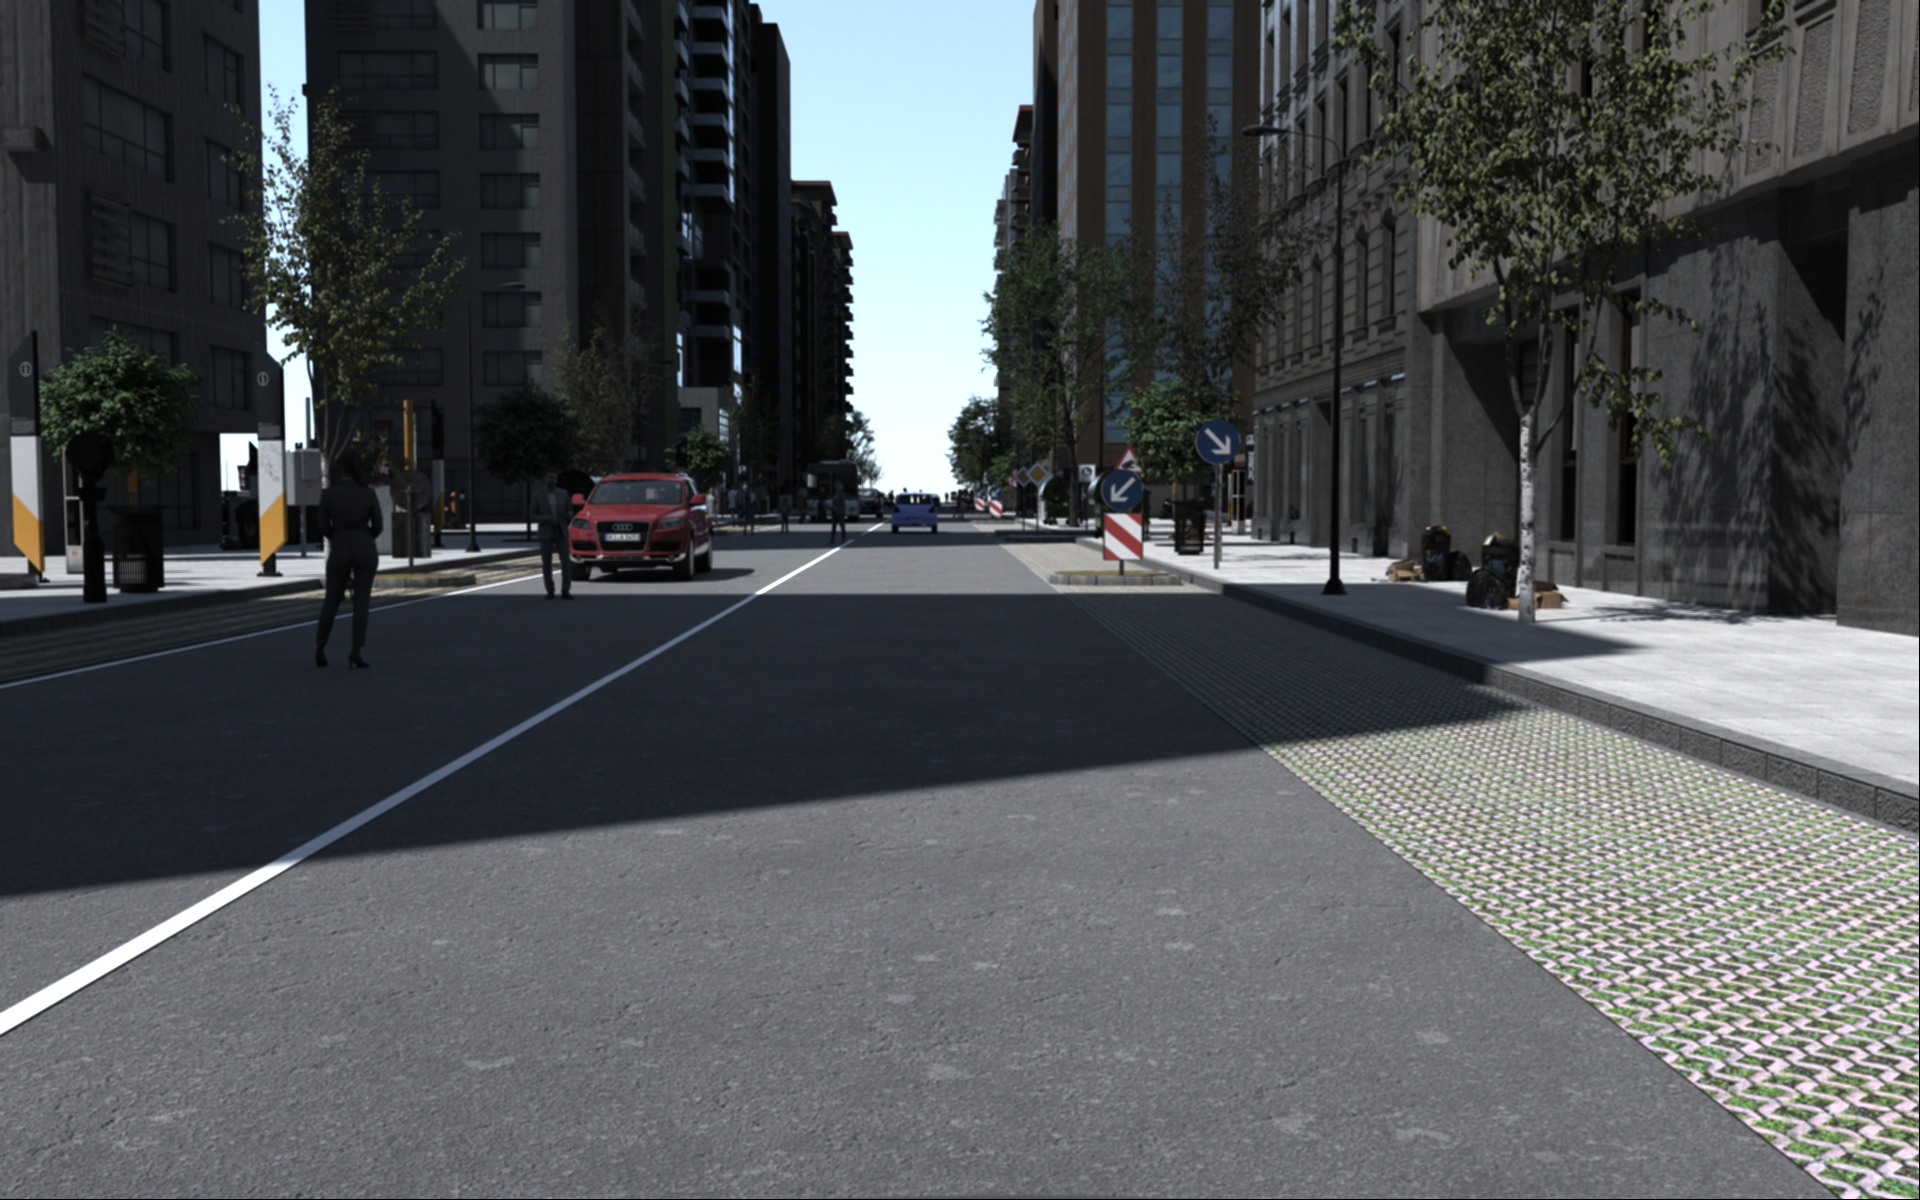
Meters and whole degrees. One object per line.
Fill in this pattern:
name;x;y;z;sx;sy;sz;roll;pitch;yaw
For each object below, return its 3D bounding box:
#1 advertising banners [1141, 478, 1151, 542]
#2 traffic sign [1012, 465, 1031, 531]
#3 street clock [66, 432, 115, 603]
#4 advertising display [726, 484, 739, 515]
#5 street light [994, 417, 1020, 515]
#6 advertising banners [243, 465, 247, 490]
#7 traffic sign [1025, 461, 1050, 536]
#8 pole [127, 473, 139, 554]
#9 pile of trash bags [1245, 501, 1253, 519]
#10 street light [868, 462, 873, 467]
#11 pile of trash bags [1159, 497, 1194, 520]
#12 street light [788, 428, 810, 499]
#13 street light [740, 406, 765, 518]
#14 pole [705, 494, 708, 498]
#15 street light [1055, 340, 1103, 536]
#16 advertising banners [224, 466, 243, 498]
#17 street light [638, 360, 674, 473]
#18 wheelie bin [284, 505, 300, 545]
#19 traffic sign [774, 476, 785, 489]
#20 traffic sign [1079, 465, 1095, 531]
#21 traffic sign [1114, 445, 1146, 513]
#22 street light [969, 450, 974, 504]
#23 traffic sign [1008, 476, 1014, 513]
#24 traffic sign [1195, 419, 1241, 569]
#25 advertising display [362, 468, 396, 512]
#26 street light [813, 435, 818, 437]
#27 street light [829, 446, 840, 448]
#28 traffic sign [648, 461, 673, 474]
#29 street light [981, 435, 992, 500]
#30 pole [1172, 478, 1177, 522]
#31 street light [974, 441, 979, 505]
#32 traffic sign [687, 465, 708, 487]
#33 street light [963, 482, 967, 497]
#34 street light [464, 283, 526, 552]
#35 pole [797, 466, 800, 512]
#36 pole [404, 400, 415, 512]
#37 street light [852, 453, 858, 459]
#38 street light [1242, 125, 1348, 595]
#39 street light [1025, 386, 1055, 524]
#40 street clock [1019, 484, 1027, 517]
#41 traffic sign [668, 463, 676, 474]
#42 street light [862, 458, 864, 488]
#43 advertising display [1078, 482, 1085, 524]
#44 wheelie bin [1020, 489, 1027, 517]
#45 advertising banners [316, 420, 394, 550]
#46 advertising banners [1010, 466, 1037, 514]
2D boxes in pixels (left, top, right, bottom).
advertising banners;5.009;-3.099;46.862;0.090;3.025;2.074;1;4;13
traffic sign;2.219;-3.472;60.408;0.795;2.450;0.064;0;4;-1
street clock;-10.226;-0.969;20.421;0.358;2.002;0.471;3;4;38
advertising display;-13.906;-6.155;105.847;0.123;1.923;0.974;3;5;39
street light;2.975;-8.095;104.901;1.470;5.913;1.316;0;4;-1
advertising banners;-42.893;-6.684;105.477;2.074;3.025;0.090;-1;4;-16
traffic sign;2.341;-2.984;52.424;0.795;2.450;0.064;0;4;-1
pole;-17.794;-2.655;37.245;0.158;3.312;0.155;0;3;0
pile of trash bags;14.658;-4.854;89.113;1.912;1.369;3.447;-2;4;-26
street light;-13.463;-17.076;251.738;1.470;5.913;1.316;0;4;-1
pile of trash bags;11.644;-4.728;87.049;3.447;1.369;1.912;3;4;36
street light;-11.538;-9.140;121.984;1.470;5.913;1.316;0;4;-1
street light;-11.023;-7.288;91.706;1.470;5.913;1.316;0;4;-1
pole;-14.940;-6.618;102.047;0.158;3.312;0.155;0;3;0
street light;3.735;-4.884;52.395;1.470;5.913;1.316;0;4;-1
advertising banners;-27.771;-4.152;64.067;2.074;3.025;0.090;-1;4;-19
street light;-10.605;-5.361;60.189;1.470;5.913;1.316;0;4;-1
wheelie bin;-17.048;-2.178;43.521;0.980;1.594;0.693;-2;4;-35
traffic sign;-12.503;-7.326;119.893;0.768;2.556;0.104;0;4;2
traffic sign;4.430;-3.573;60.552;0.606;2.300;0.079;0;4;0
traffic sign;4.433;-2.781;45.479;0.884;2.594;0.081;0;4;4
street light;1.820;-12.775;181.409;1.470;5.913;1.316;0;4;-1
traffic sign;3.535;-7.014;114.785;0.768;2.556;0.104;0;4;0
traffic sign;4.386;-1.800;29.542;0.768;2.556;0.104;0;4;0
advertising display;-14.410;-2.293;42.706;0.974;1.923;0.123;0;4;5
street light;-11.849;-10.034;136.599;1.470;5.913;1.316;0;4;-1
street light;-12.270;-11.901;167.114;1.470;5.913;1.316;0;4;-1
traffic sign;-9.053;-2.974;52.271;0.795;2.450;0.064;0;4;-1
street light;2.496;-9.969;135.531;1.470;5.913;1.316;0;4;-1
pole;9.990;-5.298;80.462;0.158;3.312;0.155;0;3;0
street light;2.206;-10.923;151.129;1.470;5.913;1.316;0;4;-1
traffic sign;-9.174;-3.463;60.255;0.795;2.450;0.064;0;4;-1
street light;1.382;-14.627;211.687;1.470;5.913;1.316;0;4;-1
street light;-10.241;-4.015;38.181;1.470;5.913;1.316;0;4;-1
pole;-11.808;-8.123;126.659;0.158;3.312;0.155;0;3;0
pole;-11.960;-2.679;37.647;0.158;3.312;0.155;0;3;0
street light;-12.718;-13.791;198.016;1.470;5.913;1.316;0;4;-1
street light;4.252;-3.025;21.993;1.470;5.913;1.316;0;4;-1
street light;3.471;-6.176;73.511;1.470;5.913;1.316;0;4;-1
street clock;3.548;-5.713;97.976;0.358;2.002;0.471;3;5;42
traffic sign;-11.741;-4.370;71.558;0.768;2.556;0.104;0;4;8
street light;-12.985;-15.175;220.652;1.470;5.913;1.316;0;4;-1
advertising display;5.286;-4.286;75.283;0.123;1.923;0.974;1;4;13
wheelie bin;3.709;-5.412;96.400;0.693;1.594;0.980;0;4;4
advertising banners;-14.055;-2.700;40.328;0.090;3.025;2.074;3;4;37
advertising banners;4.201;-6.942;109.697;2.074;3.025;0.090;0;4;6
